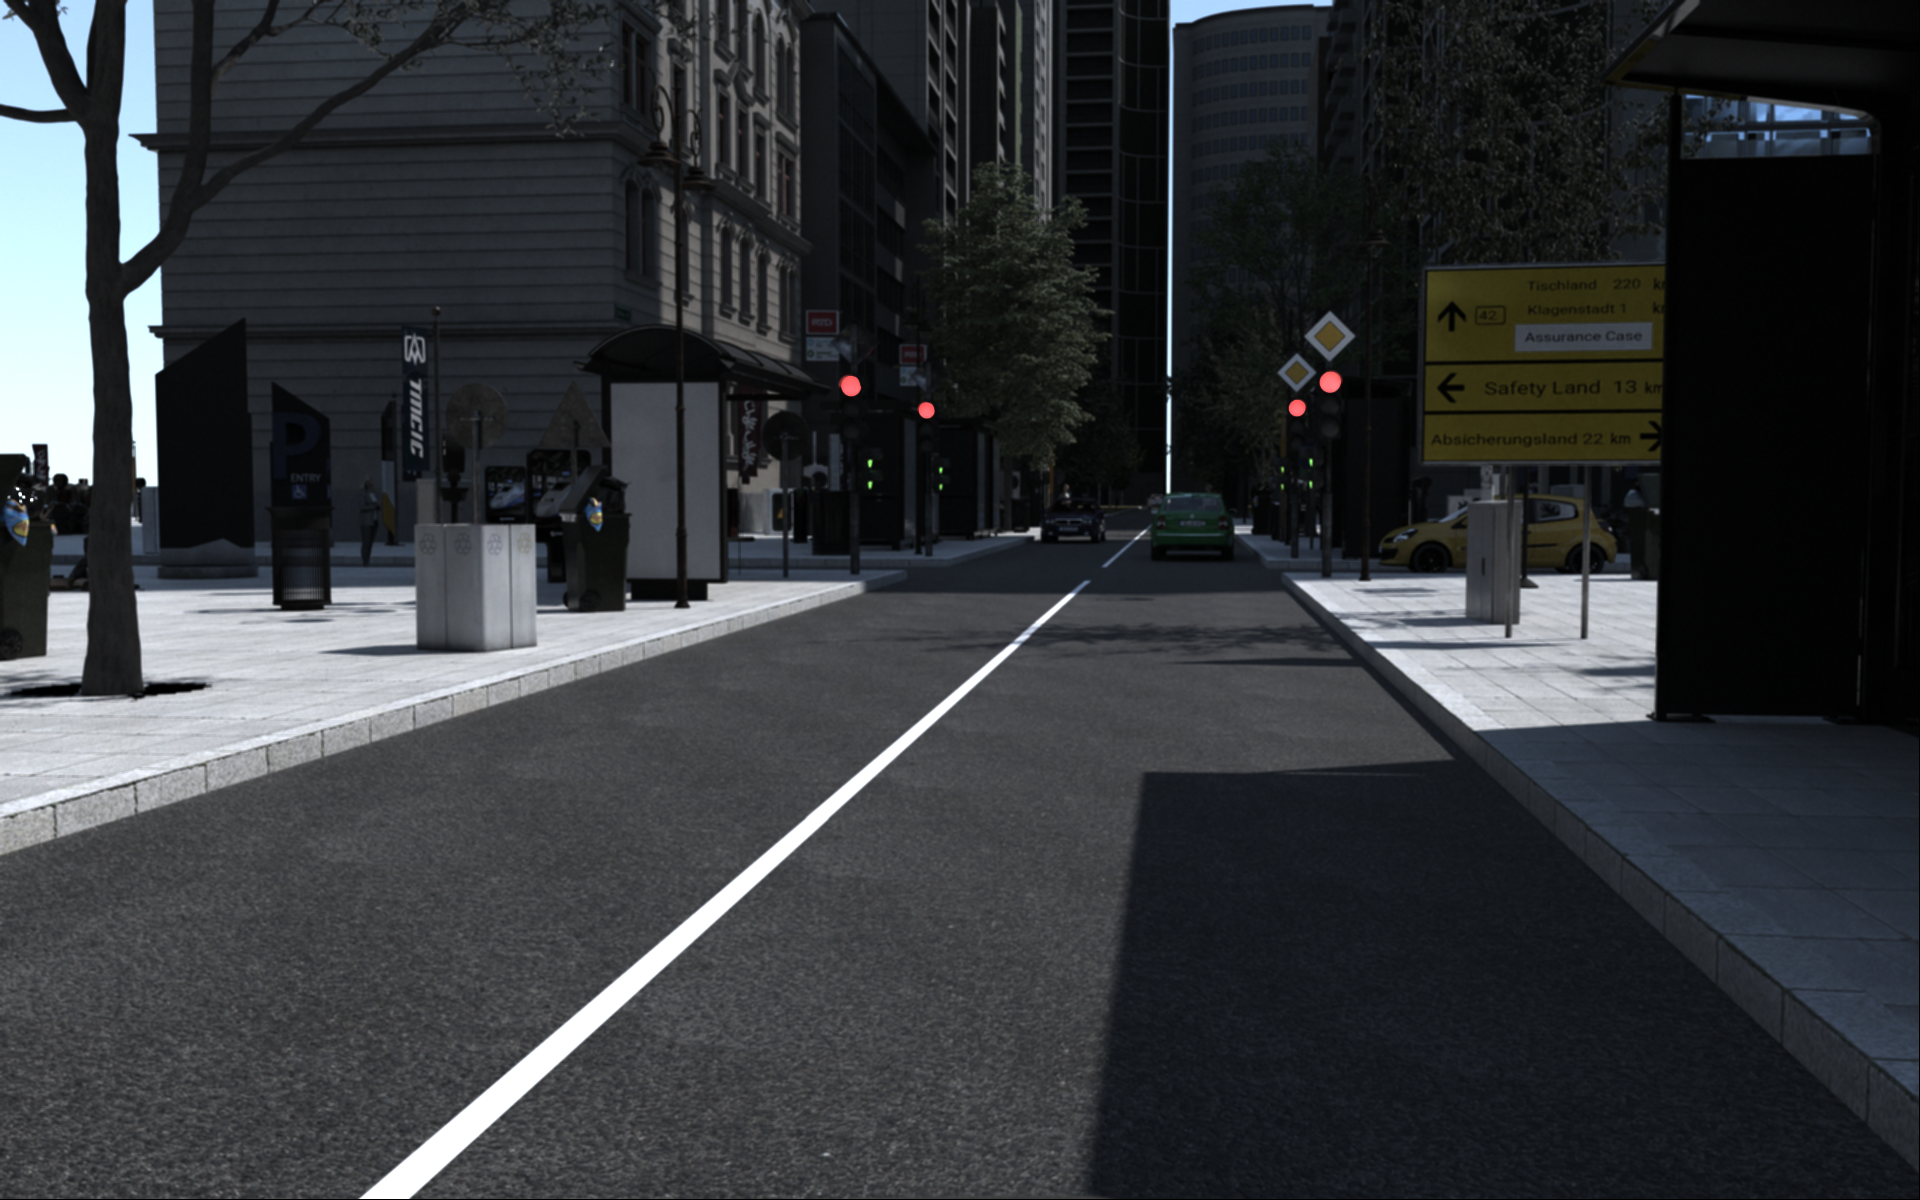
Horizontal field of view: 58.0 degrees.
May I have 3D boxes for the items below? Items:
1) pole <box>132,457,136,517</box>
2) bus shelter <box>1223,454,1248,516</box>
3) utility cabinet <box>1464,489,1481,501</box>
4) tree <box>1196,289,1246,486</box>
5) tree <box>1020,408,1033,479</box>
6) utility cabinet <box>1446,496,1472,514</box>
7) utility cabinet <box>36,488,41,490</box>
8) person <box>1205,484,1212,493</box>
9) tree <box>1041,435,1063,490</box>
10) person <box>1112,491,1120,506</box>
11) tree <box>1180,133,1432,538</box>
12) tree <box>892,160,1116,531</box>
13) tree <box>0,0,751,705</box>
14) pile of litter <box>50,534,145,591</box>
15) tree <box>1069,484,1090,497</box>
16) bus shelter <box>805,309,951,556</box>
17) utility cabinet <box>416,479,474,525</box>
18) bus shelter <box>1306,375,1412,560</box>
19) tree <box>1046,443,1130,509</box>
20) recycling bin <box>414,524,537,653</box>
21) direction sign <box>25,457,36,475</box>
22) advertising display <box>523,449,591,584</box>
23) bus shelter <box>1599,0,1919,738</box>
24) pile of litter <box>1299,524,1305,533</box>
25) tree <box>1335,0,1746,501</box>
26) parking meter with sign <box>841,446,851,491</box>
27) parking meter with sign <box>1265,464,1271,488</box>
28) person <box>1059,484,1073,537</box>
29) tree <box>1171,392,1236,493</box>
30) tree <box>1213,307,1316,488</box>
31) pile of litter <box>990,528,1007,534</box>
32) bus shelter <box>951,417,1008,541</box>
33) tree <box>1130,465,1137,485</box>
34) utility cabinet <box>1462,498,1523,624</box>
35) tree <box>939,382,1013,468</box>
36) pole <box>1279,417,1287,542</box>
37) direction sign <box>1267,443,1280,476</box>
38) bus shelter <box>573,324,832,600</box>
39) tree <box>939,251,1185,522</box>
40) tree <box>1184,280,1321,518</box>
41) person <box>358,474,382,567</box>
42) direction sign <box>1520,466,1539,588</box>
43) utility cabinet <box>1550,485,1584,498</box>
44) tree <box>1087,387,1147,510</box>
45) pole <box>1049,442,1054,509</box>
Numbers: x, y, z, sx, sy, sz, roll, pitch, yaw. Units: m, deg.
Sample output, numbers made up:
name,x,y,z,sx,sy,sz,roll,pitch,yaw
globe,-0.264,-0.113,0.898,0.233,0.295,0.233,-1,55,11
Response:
name,x,y,z,sx,sy,sz,roll,pitch,yaw
pole,-45.319,-6.187,94.996,0.158,3.312,0.155,0,3,0
bus shelter,16.310,-6.851,103.289,1.731,3.624,6.357,0,4,8
utility cabinet,22.680,-4.106,75.816,1.173,1.500,0.318,2,4,29
tree,10.449,-6.747,60.680,4.360,8.622,3.978,0,3,0
tree,2.144,-9.160,100.125,4.360,8.622,3.978,0,3,0
utility cabinet,21.333,-3.844,74.007,1.020,1.237,0.306,0,4,-3
utility cabinet,-36.600,-3.631,68.043,1.173,1.500,0.318,2,4,30
person,7.655,-2.704,53.381,0.731,1.740,0.598,3,5,40
tree,4.655,-9.489,105.500,4.360,8.622,3.978,0,3,0
person,17.278,-11.162,191.012,1.348,1.823,0.705,-3,5,-43
tree,10.241,-7.667,51.111,9.928,11.665,9.643,0,3,0
tree,1.540,-8.671,59.896,7.486,12.596,7.792,0,3,0
tree,-5.365,-6.147,10.871,12.009,13.543,11.850,0,3,0
pile of litter,-11.700,-0.566,23.213,1.719,0.858,1.176,3,5,42
tree,6.825,-6.247,96.740,1.663,3.219,1.824,0,3,0
bus shelter,-1.937,-3.827,40.209,2.179,5.291,8.768,0,4,7
utility cabinet,-7.464,-1.016,25.284,0.318,1.500,1.173,1,4,14
bus shelter,8.387,-2.780,36.742,1.731,3.624,6.357,0,4,8
tree,6.180,-6.619,91.942,4.285,4.588,4.351,0,3,0
recycling bin,-4.027,-0.114,14.425,0.722,1.027,0.722,2,4,26
direction sign,-61.820,-7.551,115.455,0.379,3.537,0.876,3,5,42
advertising display,-5.783,-1.212,25.024,0.974,1.923,0.123,-3,5,-41
bus shelter,4.049,-0.941,6.670,1.731,3.624,6.357,0,4,7
pile of litter,10.840,-2.611,56.659,1.719,0.858,1.176,0,4,0
tree,5.899,-4.178,18.671,4.360,8.622,3.978,0,3,0
parking meter with sign,-4.172,-4.047,62.437,0.543,3.016,1.738,-1,4,-8
parking meter with sign,18.252,-6.439,101.541,0.543,3.016,1.738,1,4,21
person,3.560,-2.985,57.858,0.362,1.759,0.519,3,5,45
tree,27.153,-16.980,184.271,9.857,13.997,8.962,0,3,0
tree,12.164,-7.137,67.059,4.737,8.622,4.395,0,3,0
pile of litter,0.629,-2.603,56.522,1.719,0.858,1.176,1,4,14
bus shelter,-0.201,-4.358,48.882,2.179,5.291,8.768,0,4,8
tree,13.621,-10.186,150.248,4.285,4.588,4.351,0,3,0
utility cabinet,5.382,-0.389,17.517,0.306,1.237,1.020,0,4,2
tree,0.688,-8.483,89.066,4.360,8.622,3.978,0,3,0
pole,8.591,-3.191,46.024,0.158,3.312,0.155,0,3,0
direction sign,14.030,-5.180,76.693,0.876,3.537,0.379,1,4,16
bus shelter,-3.272,-1.803,23.409,2.014,3.302,5.546,0,4,7
tree,3.456,-9.932,79.388,9.611,12.733,9.660,0,3,0
tree,15.219,-10.759,92.915,9.611,12.733,9.660,0,3,0
person,-10.914,-1.436,32.168,0.526,1.800,0.537,2,4,32
direction sign,7.734,-1.935,23.642,0.379,3.537,0.876,0,4,-2
utility cabinet,14.375,-1.981,41.070,0.318,1.500,1.173,0,4,-7
tree,9.615,-10.165,116.567,4.737,8.622,4.395,0,3,0
pole,3.569,-4.519,67.727,0.158,3.312,0.155,0,3,0
